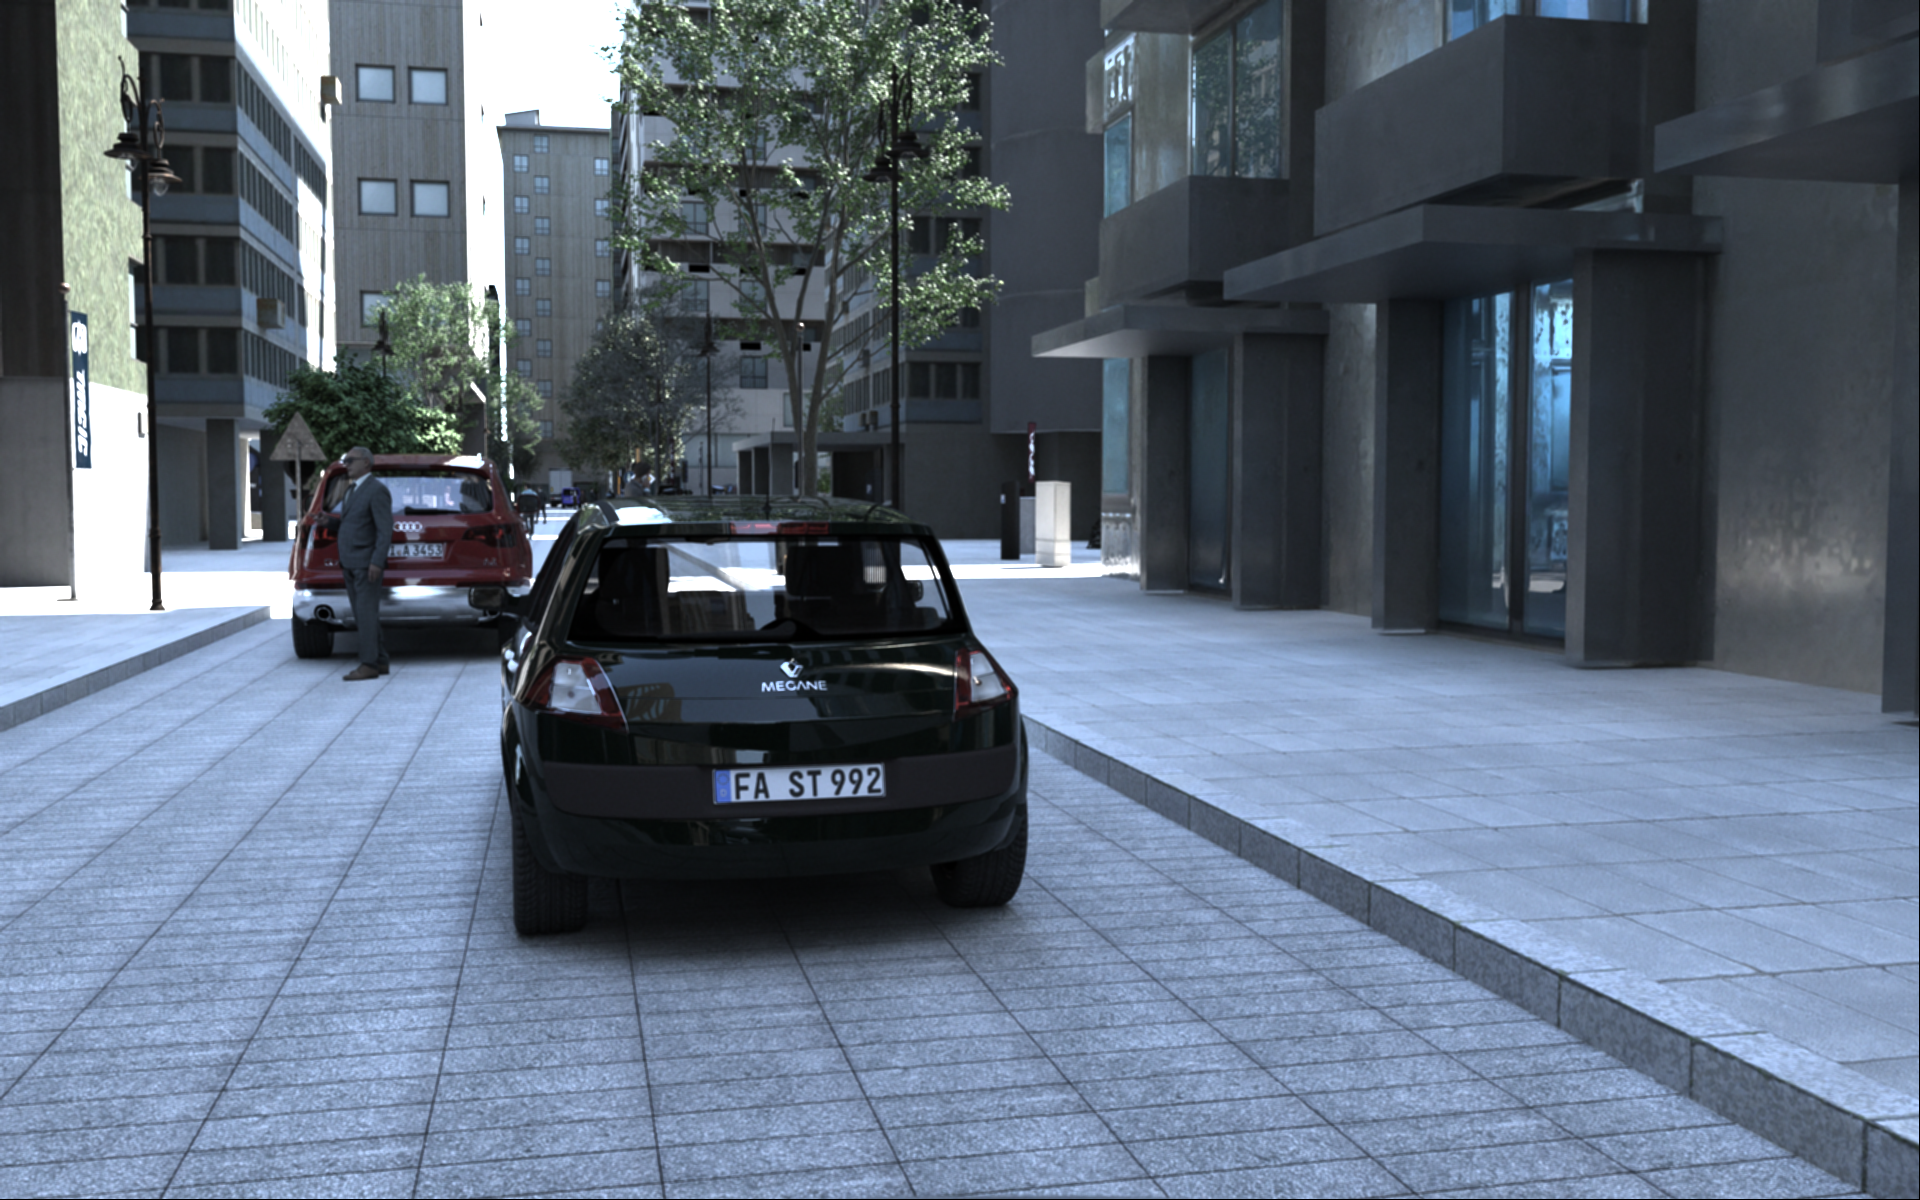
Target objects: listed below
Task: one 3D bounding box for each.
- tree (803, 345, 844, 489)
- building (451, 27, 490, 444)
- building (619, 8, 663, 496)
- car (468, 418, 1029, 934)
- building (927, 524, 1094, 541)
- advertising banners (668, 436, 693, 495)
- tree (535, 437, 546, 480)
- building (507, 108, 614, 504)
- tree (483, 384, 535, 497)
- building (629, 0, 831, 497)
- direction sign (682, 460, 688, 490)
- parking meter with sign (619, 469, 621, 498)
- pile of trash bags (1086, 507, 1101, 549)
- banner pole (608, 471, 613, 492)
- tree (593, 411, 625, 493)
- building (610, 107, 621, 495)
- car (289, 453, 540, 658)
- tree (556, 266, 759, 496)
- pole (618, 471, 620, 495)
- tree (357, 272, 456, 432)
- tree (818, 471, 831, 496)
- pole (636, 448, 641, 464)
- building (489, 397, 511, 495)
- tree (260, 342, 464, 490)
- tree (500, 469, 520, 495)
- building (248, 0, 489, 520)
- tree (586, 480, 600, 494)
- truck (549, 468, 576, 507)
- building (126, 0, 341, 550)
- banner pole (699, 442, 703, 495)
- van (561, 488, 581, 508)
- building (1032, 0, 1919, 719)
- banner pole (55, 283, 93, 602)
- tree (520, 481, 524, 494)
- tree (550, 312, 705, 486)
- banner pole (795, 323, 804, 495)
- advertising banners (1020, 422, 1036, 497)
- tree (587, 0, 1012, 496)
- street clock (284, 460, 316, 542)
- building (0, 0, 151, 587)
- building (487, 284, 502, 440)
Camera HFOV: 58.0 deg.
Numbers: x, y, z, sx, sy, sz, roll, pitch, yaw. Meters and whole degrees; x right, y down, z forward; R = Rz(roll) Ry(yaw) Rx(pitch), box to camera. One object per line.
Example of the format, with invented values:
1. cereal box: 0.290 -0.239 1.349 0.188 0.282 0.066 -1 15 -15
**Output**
1. tree: -5.548 -8.083 82.527 4.737 8.622 4.395 0 3 0
2. building: -41.268 -26.890 123.240 14.154 41.232 14.086 -1 4 -13
3. building: -22.072 -33.405 169.876 21.300 48.544 21.600 -1 4 -13
4. car: -1.004 0.160 7.178 2.009 1.686 4.222 -1 4 -15
5. building: 9.276 -22.236 55.436 32.217 40.220 23.993 -1 4 -13
6. advertising banners: -8.558 -3.474 52.987 0.090 3.025 2.074 1 4 11
7. tree: -44.304 -13.677 173.974 4.360 8.622 3.978 0 3 0
8. building: -51.053 -40.202 246.541 27.495 52.752 28.713 -1 4 -13
9. tree: -31.324 -10.184 116.873 4.360 8.622 3.978 0 3 0
10. building: -11.500 -33.373 134.880 28.713 52.752 27.495 -1 4 -13
11. direction sign: -18.560 -7.640 116.916 0.379 3.537 0.876 -2 4 -31
12. parking meter with sign: -23.332 -7.549 119.691 0.543 3.016 1.738 -1 4 -8
13. pile of trash bags: 4.419 -1.946 41.565 1.912 1.369 3.447 2 4 27
14. banner pole: -29.320 -9.480 145.018 0.863 3.779 0.401 3 5 41
15. tree: -30.778 -12.381 152.790 4.360 8.622 3.978 0 3 0
16. building: -30.415 -30.779 186.834 14.154 41.232 14.086 -1 4 -13
17. car: -5.237 -0.500 16.845 2.281 1.827 5.304 -1 4 -15
18. tree: -15.712 -10.990 90.054 12.009 13.543 11.850 0 3 0
19. pole: -29.046 -9.402 147.564 0.158 3.312 0.155 0 3 0
20. tree: -24.095 -9.456 80.353 9.928 11.665 9.643 0 3 0
21. tree: -9.236 -7.654 119.751 1.663 3.219 1.824 0 3 0
22. pole: -14.282 -5.089 77.041 0.158 3.312 0.155 0 3 0
23. building: -69.825 -54.508 203.884 31.000 86.520 22.319 -1 4 -13
24. tree: -13.384 -3.303 37.713 4.285 4.588 4.351 0 3 0
25. tree: -35.448 -8.574 134.781 1.663 3.219 1.824 0 3 0
26. building: -40.057 -30.853 93.688 28.713 52.752 27.495 -1 4 -13
27. tree: -44.549 -13.276 211.666 1.663 3.219 1.824 0 3 0
28. truck: -44.207 -12.449 192.459 2.839 4.237 11.283 -1 4 -11
29. building: -29.568 -21.602 45.070 23.993 40.220 32.217 -1 4 -13
30. banner pole: -12.423 -5.692 83.080 0.401 3.779 0.863 -1 4 -18
31. van: -39.040 -10.377 174.041 2.240 2.365 5.245 -1 4 -11
32. building: 14.336 -24.200 15.273 23.786 49.044 30.456 -1 4 -13
33. banner pole: -10.649 -1.888 20.893 0.401 3.779 0.863 0 4 -4
34. tree: -47.947 -11.669 185.393 1.663 3.219 1.824 0 3 0
35. tree: -20.718 -11.670 107.817 9.611 12.733 9.660 0 3 0
36. banner pole: -2.360 -2.183 25.704 0.401 3.779 0.863 0 4 -4
37. advertising banners: 1.445 -2.778 41.602 0.090 3.025 2.074 2 4 24
38. tree: -2.895 -6.505 32.120 9.928 11.665 9.643 0 3 0
39. street clock: -11.356 -1.545 29.828 0.471 2.002 0.358 -3 5 -41
40. building: -18.649 -15.153 19.448 14.160 30.474 14.107 -1 4 -13
41. building: -69.928 -28.426 236.464 14.107 30.474 14.160 -1 4 -13
